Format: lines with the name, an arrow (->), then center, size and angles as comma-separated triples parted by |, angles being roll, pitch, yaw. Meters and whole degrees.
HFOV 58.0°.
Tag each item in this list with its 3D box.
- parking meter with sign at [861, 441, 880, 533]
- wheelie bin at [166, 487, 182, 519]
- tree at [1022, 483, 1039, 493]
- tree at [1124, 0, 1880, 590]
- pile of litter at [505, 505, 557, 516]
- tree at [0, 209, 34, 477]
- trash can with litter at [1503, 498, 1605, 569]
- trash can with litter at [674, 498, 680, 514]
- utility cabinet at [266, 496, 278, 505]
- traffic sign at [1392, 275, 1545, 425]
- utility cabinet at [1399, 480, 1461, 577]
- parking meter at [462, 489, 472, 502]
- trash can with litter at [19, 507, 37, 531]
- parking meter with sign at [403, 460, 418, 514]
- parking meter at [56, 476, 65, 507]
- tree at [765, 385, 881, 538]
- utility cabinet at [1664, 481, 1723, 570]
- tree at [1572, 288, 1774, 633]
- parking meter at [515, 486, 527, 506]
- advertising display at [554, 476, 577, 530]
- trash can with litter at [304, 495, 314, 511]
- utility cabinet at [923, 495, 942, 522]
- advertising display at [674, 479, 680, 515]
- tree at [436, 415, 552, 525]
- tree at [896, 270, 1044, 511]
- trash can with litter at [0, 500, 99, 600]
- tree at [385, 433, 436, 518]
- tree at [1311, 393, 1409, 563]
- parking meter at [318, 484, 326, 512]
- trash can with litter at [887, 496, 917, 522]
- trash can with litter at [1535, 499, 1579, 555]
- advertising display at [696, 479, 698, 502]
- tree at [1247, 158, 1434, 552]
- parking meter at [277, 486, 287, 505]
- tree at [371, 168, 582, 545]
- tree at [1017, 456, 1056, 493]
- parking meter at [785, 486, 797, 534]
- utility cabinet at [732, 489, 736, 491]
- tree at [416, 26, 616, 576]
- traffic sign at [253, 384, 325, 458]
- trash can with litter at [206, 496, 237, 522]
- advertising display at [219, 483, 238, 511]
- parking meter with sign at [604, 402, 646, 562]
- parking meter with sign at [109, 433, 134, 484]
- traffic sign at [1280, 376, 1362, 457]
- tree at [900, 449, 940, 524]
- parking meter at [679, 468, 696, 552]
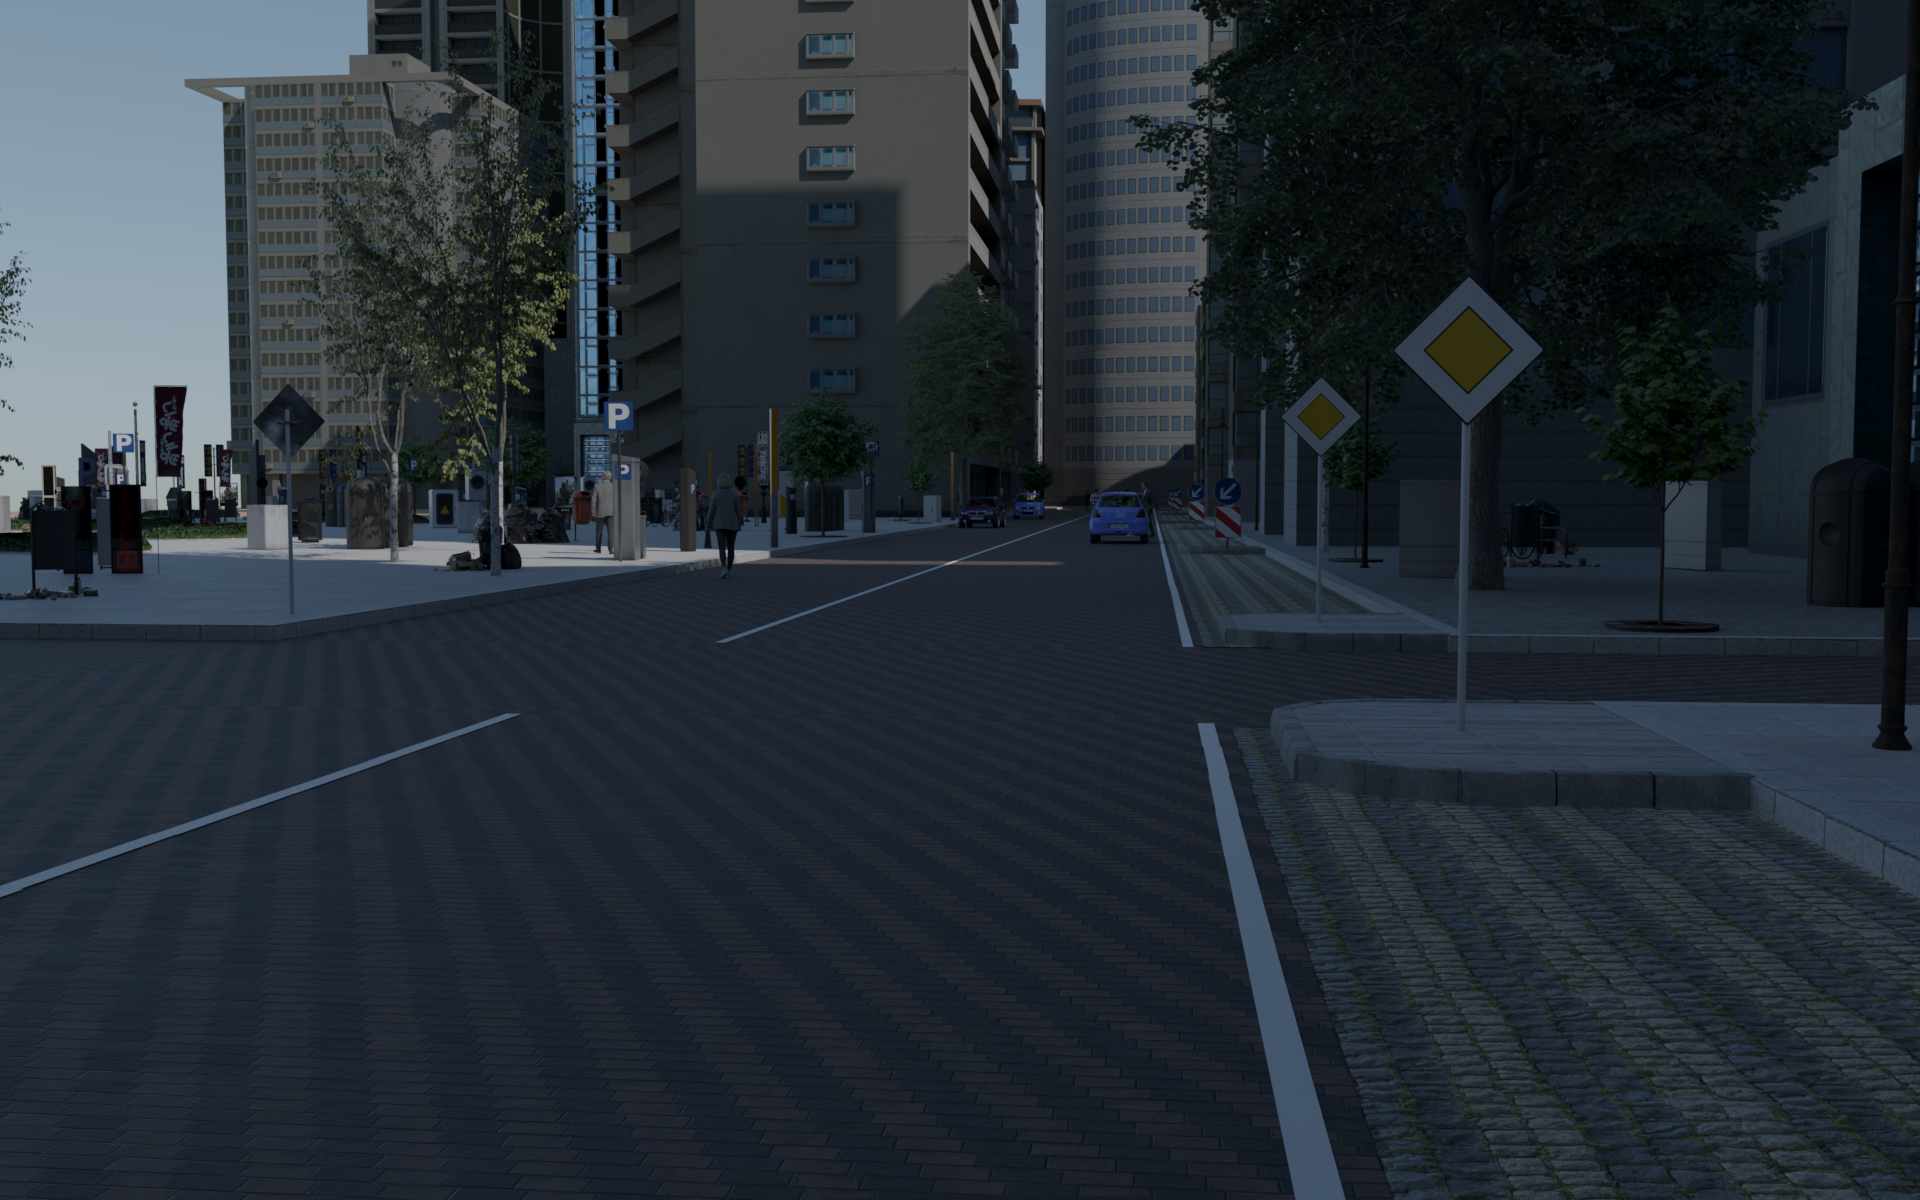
parking meter with sign -> -3.029, -3.755, 57.650 | 0.543, 3.016, 1.738 | 0, 4, -8
wheelie bin -> -35.977, -4.378, 79.487 | 0.980, 1.594, 0.693 | 1, 4, 16
tree -> 6.403, -9.658, 152.514 | 1.663, 3.219, 1.824 | 0, 3, 0
tree -> 7.131, -7.115, 22.987 | 9.857, 13.997, 8.962 | 0, 3, 0
pile of litter -> -12.775, -2.360, 52.558 | 1.176, 0.858, 1.719 | 2, 4, 28
tree -> -19.194, -4.998, 32.081 | 4.360, 8.622, 3.978 | 0, 3, 0
trash can with litter -> 10.370, -1.189, 30.500 | 2.233, 1.210, 1.678 | 0, 4, -4
trash can with litter -> -10.449, -3.287, 65.123 | 0.624, 1.170, 1.055 | -1, 4, -9
utility cabinet -> -25.567, -3.287, 64.903 | 0.306, 1.237, 1.020 | 1, 4, 12
traffic sign -> 2.727, -0.434, 9.279 | 0.795, 2.593, 0.064 | 0, 4, 6
utility cabinet -> 7.395, -1.102, 26.696 | 1.173, 1.500, 0.318 | 1, 4, 20
parking meter -> -19.639, -3.707, 69.016 | 0.372, 1.533, 0.369 | 0, 3, 0
trash can with litter -> -30.011, -2.746, 56.282 | 1.055, 1.170, 0.624 | -2, 4, -25
parking meter with sign -> -28.516, -5.638, 88.435 | 1.738, 3.016, 0.543 | 2, 4, 26
parking meter -> -28.307, -2.979, 54.410 | 0.399, 1.863, 0.255 | -3, 5, -43
tree -> -4.169, -4.159, 51.711 | 4.285, 4.588, 4.351 | 0, 3, 0
utility cabinet -> 12.391, -1.261, 29.289 | 0.318, 1.500, 1.173 | -1, 4, -13
tree -> 6.539, -1.330, 16.354 | 1.663, 3.219, 1.824 | 0, 3, 0
parking meter -> -14.258, -2.928, 56.282 | 0.372, 1.533, 0.369 | 0, 3, 0
advertising display -> -14.069, -3.461, 61.799 | 0.974, 1.923, 0.123 | 2, 4, 28
trash can with litter -> -34.285, -4.975, 92.405 | 2.233, 1.210, 1.678 | -3, 5, -43
utility cabinet -> -1.265, -4.161, 79.186 | 0.306, 1.237, 1.020 | -3, 4, -37
advertising display -> -12.043, -4.313, 75.724 | 0.974, 1.923, 0.123 | 2, 4, 25
tree -> -18.584, -5.424, 72.395 | 4.285, 4.588, 4.351 | 0, 3, 0
tree -> 0.554, -10.412, 88.364 | 7.486, 12.596, 7.792 | 0, 3, 0
trash can with litter -> -11.627, -0.630, 21.360 | 1.678, 1.210, 2.233 | 3, 5, 42
tree -> -29.053, -6.633, 92.158 | 4.285, 4.588, 4.351 | 0, 3, 0
tree -> 7.409, -2.342, 32.901 | 1.663, 3.219, 1.824 | 0, 3, 0
parking meter -> -35.261, -5.514, 95.859 | 0.399, 1.863, 0.255 | -2, 4, -35
trash can with litter -> -2.877, -4.312, 81.562 | 1.678, 1.210, 2.233 | 0, 4, -1
trash can with litter -> 12.739, -1.567, 37.004 | 0.624, 1.170, 1.055 | -2, 4, -34
advertising display -> -11.345, -4.158, 73.204 | 0.123, 1.923, 0.974 | 1, 4, 20
tree -> 8.288, -5.355, 37.909 | 4.737, 8.622, 4.395 | 0, 3, 0
parking meter -> -21.520, -2.857, 55.130 | 0.372, 1.533, 0.369 | 0, 3, 0
tree -> -10.511, -5.392, 38.527 | 4.737, 8.622, 4.395 | 0, 3, 0
tree -> 6.552, -10.096, 148.778 | 4.285, 4.588, 4.351 | 0, 3, 0
parking meter -> -5.419, -2.888, 55.632 | 0.372, 1.533, 0.369 | 0, 3, 0
utility cabinet -> -8.927, -3.624, 67.938 | 0.318, 1.500, 1.173 | -1, 4, -9
tree -> -7.547, -4.691, 27.055 | 4.360, 8.622, 3.978 | 0, 3, 0
traffic sign -> -7.130, -0.992, 18.410 | 0.795, 2.593, 0.064 | 0, 4, 6
trash can with litter -> -28.875, -3.576, 69.521 | 1.678, 1.210, 2.233 | 2, 4, 28
advertising display -> -41.172, -5.646, 97.524 | 0.974, 1.923, 0.123 | -1, 4, -19
parking meter with sign -> -6.441, -2.282, 33.564 | 0.543, 3.016, 1.738 | 0, 4, 0
parking meter with sign -> -24.500, -3.320, 50.547 | 0.543, 3.016, 1.738 | -2, 4, -33
traffic sign -> 3.598, -0.919, 17.217 | 0.795, 2.593, 0.064 | 0, 4, 6
tree -> -1.752, -4.927, 75.160 | 1.663, 3.219, 1.824 | 0, 3, 0
parking meter -> -6.060, -2.011, 38.583 | 0.255, 1.863, 0.399 | 1, 4, 14
